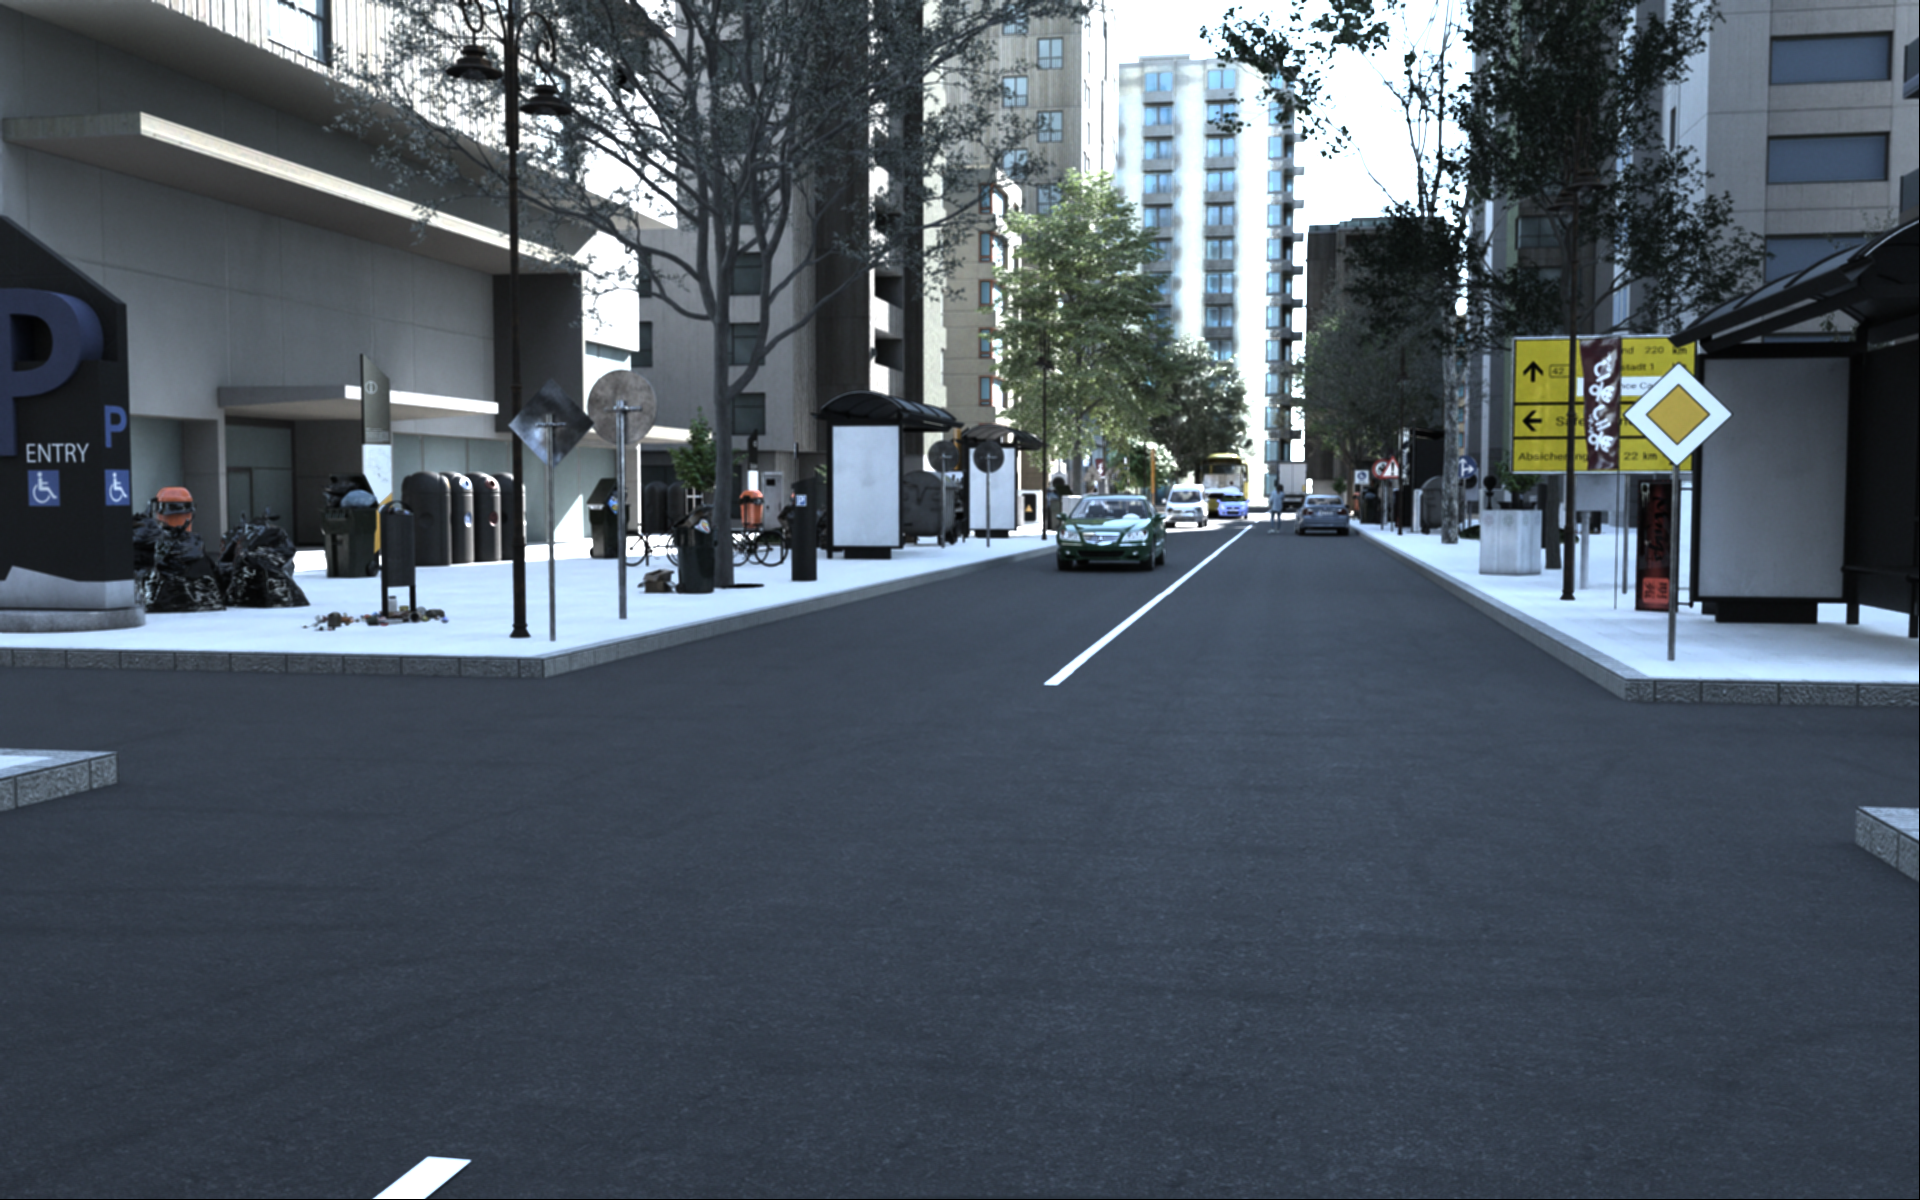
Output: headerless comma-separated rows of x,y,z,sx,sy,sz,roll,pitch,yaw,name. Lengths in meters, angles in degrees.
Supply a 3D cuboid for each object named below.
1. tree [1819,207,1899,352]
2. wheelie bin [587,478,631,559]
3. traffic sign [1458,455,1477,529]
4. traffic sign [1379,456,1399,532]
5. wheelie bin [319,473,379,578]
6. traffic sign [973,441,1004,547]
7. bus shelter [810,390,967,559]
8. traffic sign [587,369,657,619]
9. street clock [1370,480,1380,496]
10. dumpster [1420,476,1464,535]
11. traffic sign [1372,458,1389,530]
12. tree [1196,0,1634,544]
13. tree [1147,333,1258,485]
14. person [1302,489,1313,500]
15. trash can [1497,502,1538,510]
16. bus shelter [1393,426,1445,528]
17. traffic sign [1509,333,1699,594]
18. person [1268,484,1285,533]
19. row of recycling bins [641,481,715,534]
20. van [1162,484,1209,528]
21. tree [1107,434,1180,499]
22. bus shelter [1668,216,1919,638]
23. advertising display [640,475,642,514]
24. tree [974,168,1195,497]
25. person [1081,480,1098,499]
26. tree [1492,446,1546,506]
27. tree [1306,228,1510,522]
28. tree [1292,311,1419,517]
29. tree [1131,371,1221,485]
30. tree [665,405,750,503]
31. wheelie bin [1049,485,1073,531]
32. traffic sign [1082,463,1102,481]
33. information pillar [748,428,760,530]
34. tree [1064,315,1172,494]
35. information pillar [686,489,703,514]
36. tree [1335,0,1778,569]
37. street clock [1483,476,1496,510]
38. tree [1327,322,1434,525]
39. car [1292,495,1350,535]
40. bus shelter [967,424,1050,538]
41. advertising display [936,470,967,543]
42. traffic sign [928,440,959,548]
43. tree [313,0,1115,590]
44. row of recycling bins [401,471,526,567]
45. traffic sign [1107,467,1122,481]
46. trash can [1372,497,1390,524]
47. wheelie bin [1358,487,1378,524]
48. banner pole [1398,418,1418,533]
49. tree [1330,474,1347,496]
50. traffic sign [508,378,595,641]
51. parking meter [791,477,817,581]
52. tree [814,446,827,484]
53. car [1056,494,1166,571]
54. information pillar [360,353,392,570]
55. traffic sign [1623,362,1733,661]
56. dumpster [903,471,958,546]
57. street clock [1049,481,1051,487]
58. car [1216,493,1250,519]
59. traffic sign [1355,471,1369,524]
23.928,-5.746,44.306,4.360,8.622,3.978,0,3,0,tree
-7.017,-1.634,34.631,0.693,1.594,0.980,-3,5,-45,wheelie bin
16.664,-3.494,57.234,0.768,2.556,0.104,1,4,18,traffic sign
14.561,-3.566,58.316,0.884,2.594,0.081,1,4,20,traffic sign
-9.386,-1.146,26.648,0.980,1.594,0.693,1,4,19,wheelie bin
0.678,-2.538,41.603,0.768,2.556,0.104,1,4,16,traffic sign
-1.413,-2.605,36.513,2.014,3.302,5.546,1,4,11,bus shelter
-3.467,-1.078,17.736,0.768,2.556,0.104,1,4,12,traffic sign
20.706,-5.007,86.439,0.358,2.002,0.471,-1,4,-23,street clock
15.396,-3.029,55.284,1.264,1.857,1.865,1,4,11,dumpster
15.088,-3.775,61.827,0.768,2.556,0.104,1,4,12,traffic sign
11.261,-11.489,43.728,12.611,20.169,13.585,0,3,0,tree
18.777,-14.029,136.034,9.857,13.997,8.962,0,3,0,tree
27.727,-7.882,137.377,1.348,1.824,0.705,2,4,30,person
10.424,-1.270,32.412,0.748,1.137,0.748,0,3,0,trash can
16.655,-4.350,62.404,1.731,3.624,6.357,1,4,11,bus shelter
8.231,-1.734,22.227,2.265,3.308,0.079,1,4,12,traffic sign
11.700,-3.382,64.054,0.793,1.790,0.793,-3,5,-41,person
-9.368,-2.994,56.072,3.534,1.692,1.069,1,4,22,row of recycling bins
9.753,-4.130,74.535,2.013,2.044,4.112,1,4,12,van
10.371,-6.797,94.843,4.285,4.588,4.351,0,3,0,tree
7.626,-1.269,14.676,2.014,3.302,5.546,1,4,11,bus shelter
-10.565,-3.030,54.755,0.974,1.923,0.123,-1,4,-9,advertising display
4.287,-8.701,60.396,7.486,12.596,7.792,0,3,0,tree
3.046,-1.778,38.240,0.731,1.740,0.598,-1,4,-16,person
20.775,-4.267,64.365,1.663,3.219,1.824,0,3,0,tree
19.501,-10.294,78.671,12.009,13.543,11.850,0,3,0,tree
22.409,-10.539,98.069,9.928,11.665,9.643,0,3,0,tree
15.083,-11.446,121.555,7.601,10.594,8.767,1,4,21,tree
-5.715,-2.648,37.897,1.663,3.219,1.824,0,3,0,tree
3.484,-3.172,59.775,0.980,1.594,0.693,-3,4,-36,wheelie bin
5.547,-4.450,72.760,0.884,2.594,0.081,1,4,19,traffic sign
-7.353,-4.293,61.551,0.183,3.616,0.504,2,4,31,information pillar
6.052,-7.237,68.694,4.737,8.622,4.395,0,3,0,tree
-6.808,-2.442,44.422,0.304,2.012,0.304,3,5,39,information pillar
9.850,-5.806,29.337,7.601,10.594,8.767,-1,4,-16,tree
21.106,-3.942,69.029,0.471,2.002,0.358,-2,4,-24,street clock
17.334,-7.394,71.256,4.360,8.622,3.978,0,3,0,tree
12.817,-3.020,61.386,2.014,1.417,4.499,1,4,9,car
1.357,-3.599,52.774,2.014,3.302,5.546,1,4,11,bus shelter
-0.239,-2.499,46.080,0.974,1.923,0.123,3,4,37,advertising display
-0.401,-2.506,41.080,0.768,2.556,0.104,1,4,12,traffic sign
-3.142,-6.918,23.479,12.009,13.543,11.850,0,3,0,tree
-9.247,-1.539,32.278,1.069,1.692,3.534,1,4,15,row of recycling bins
7.189,-4.948,81.009,0.768,2.556,0.104,1,4,17,traffic sign
17.913,-3.796,73.710,0.748,1.137,0.748,0,3,0,trash can
17.711,-4.113,75.152,0.693,1.594,0.980,-2,4,-24,wheelie bin
14.813,-4.116,57.308,0.863,3.779,0.401,-2,4,-27,banner pole
35.724,-10.260,162.359,1.663,3.219,1.824,0,3,0,tree
-3.547,-0.697,15.031,0.795,2.450,0.064,1,4,11,traffic sign
-2.309,-1.053,25.632,0.372,1.533,0.369,0,3,0,parking meter
-3.818,-3.920,58.699,1.663,3.219,1.824,0,3,0,tree
3.027,-1.361,34.056,2.131,1.459,4.920,1,4,11,car
-9.790,-2.305,29.040,0.183,3.616,0.504,3,5,45,information pillar
5.481,-0.590,13.290,0.795,2.450,0.064,1,4,11,traffic sign
-0.830,-2.302,43.395,1.264,1.857,1.865,1,4,11,dumpster
4.619,-4.918,84.985,0.471,2.002,0.358,1,4,21,street clock
15.856,-5.558,100.457,1.945,1.707,3.694,1,4,9,car
17.169,-4.398,74.043,0.606,2.300,0.079,1,4,15,traffic sign
